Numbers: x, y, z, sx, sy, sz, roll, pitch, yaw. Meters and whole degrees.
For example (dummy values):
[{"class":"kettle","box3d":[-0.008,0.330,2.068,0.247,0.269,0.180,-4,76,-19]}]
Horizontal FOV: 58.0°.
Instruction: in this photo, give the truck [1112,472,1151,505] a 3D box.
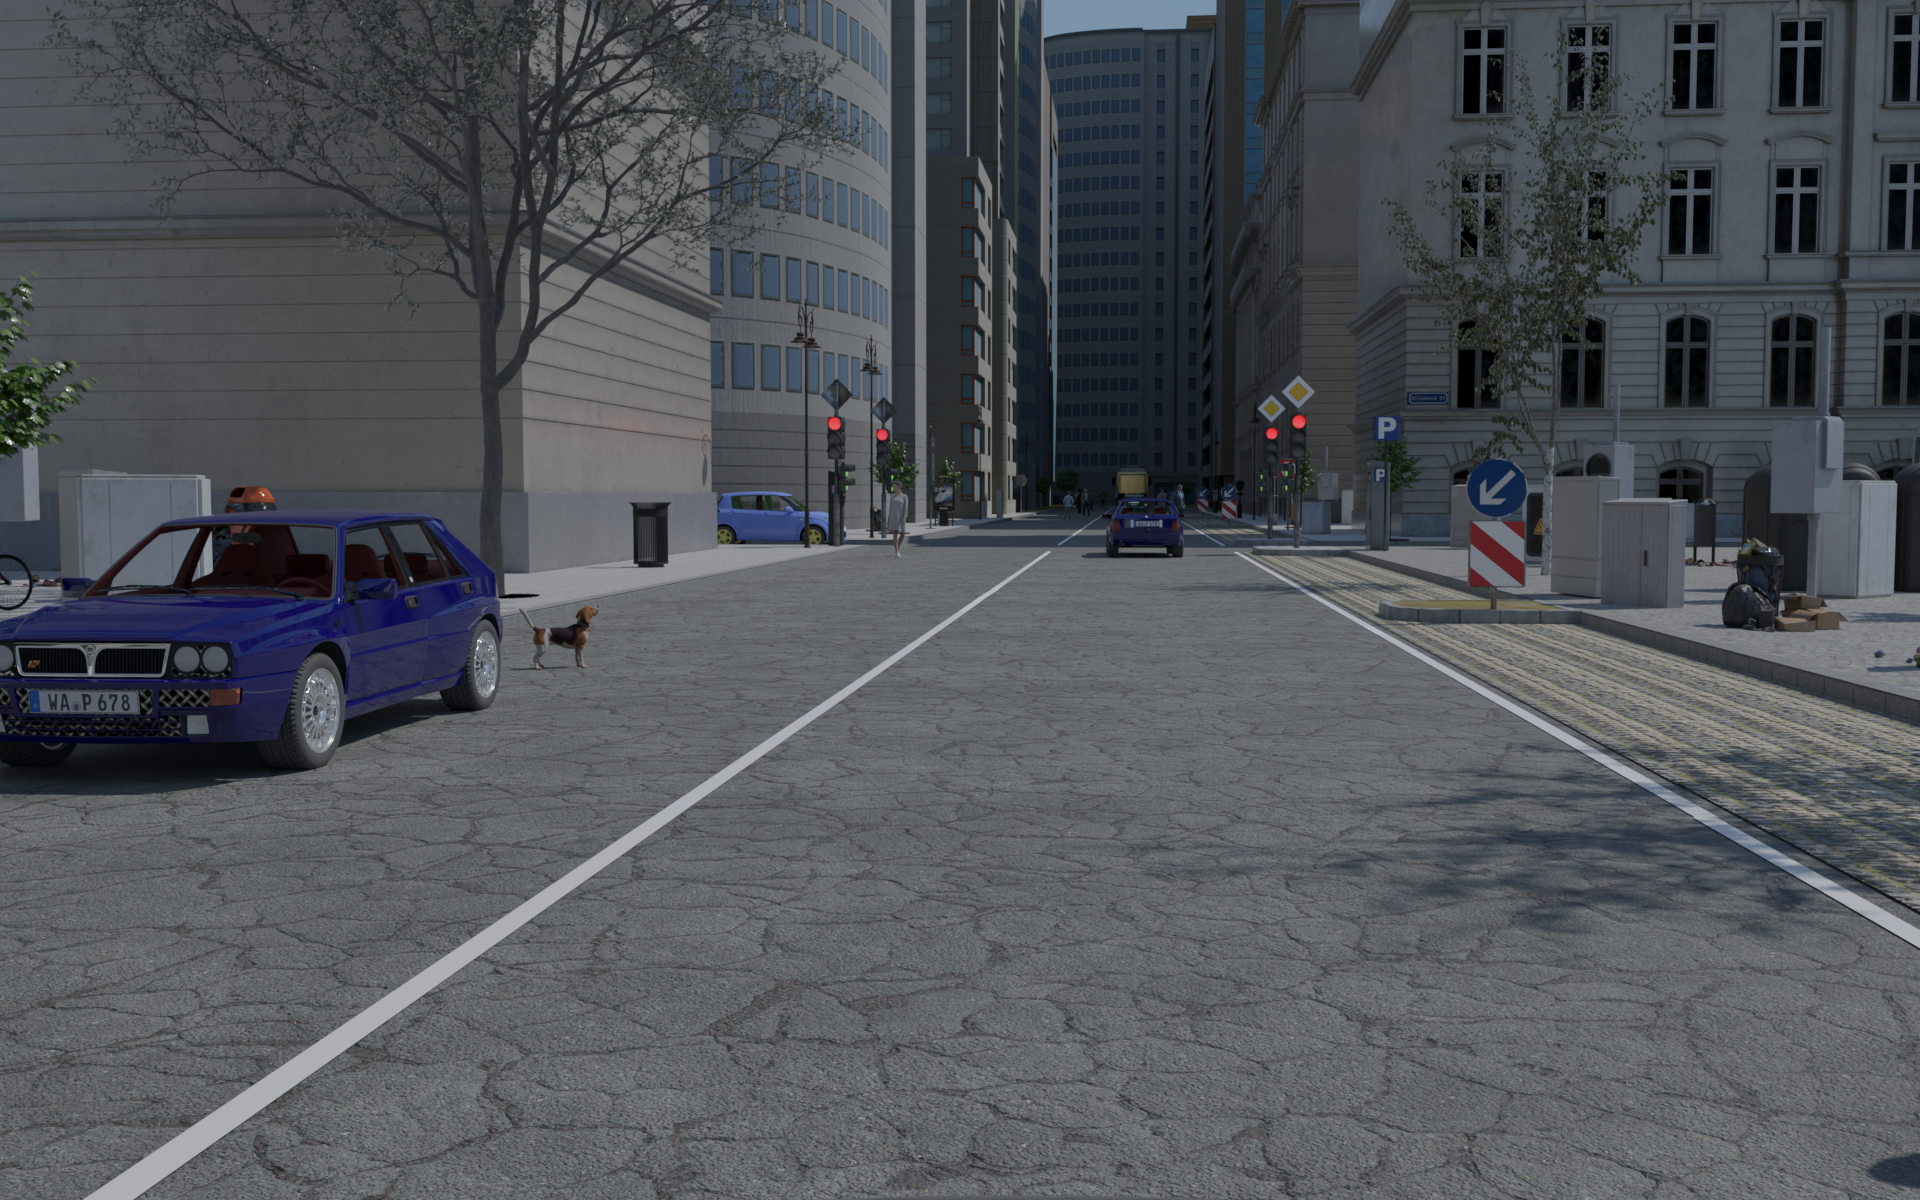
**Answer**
[{"class":"truck","box3d":[14.885,-9.420,149.938,3.469,3.379,9.791,0,4,5]}]

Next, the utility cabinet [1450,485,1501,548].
[{"class":"utility cabinet","box3d":[12.048,-1.946,40.501,0.318,1.500,1.173,-3,4,-37]}]

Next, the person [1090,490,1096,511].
[{"class":"person","box3d":[11.503,-8.538,148.625,0.750,1.759,0.617,2,4,29]}]

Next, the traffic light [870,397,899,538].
[{"class":"traffic light","box3d":[-2.189,-3.739,50.055,0.839,4.253,0.868,0,4,6]}]

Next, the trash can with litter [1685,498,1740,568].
[{"class":"trash can with litter","box3d":[13.405,-1.207,30.793,1.678,1.210,2.233,-1,4,-14]}]

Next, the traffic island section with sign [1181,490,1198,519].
[{"class":"traffic island section with sign","box3d":[13.940,-5.612,100.389,1.989,1.847,2.006,0,4,6]}]

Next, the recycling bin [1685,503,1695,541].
[{"class":"recycling bin","box3d":[20.020,-2.179,48.176,0.722,1.027,0.722,1,4,17]}]

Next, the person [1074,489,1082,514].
[{"class":"person","box3d":[8.758,-7.288,127.619,0.705,1.831,1.348,2,4,25]}]

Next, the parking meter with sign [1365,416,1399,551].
[{"class":"parking meter with sign","box3d":[9.554,-2.643,39.470,0.543,3.016,1.738,0,4,4]}]

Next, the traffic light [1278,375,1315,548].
[{"class":"traffic light","box3d":[7.976,-3.187,41.034,0.839,4.253,0.868,0,4,6]}]

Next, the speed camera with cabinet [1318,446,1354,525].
[{"class":"speed camera with cabinet","box3d":[15.783,-4.704,71.239,2.038,3.252,0.660,3,4,36]}]

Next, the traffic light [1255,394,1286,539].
[{"class":"traffic light","box3d":[8.770,-3.673,48.980,0.839,4.253,0.868,0,4,6]}]

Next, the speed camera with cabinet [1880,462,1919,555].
[{"class":"speed camera with cabinet","box3d":[21.272,-2.687,38.270,0.660,3.252,2.038,0,4,3]}]

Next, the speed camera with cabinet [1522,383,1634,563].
[{"class":"speed camera with cabinet","box3d":[11.227,-2.275,31.529,0.660,3.252,2.038,-2,4,-31]}]

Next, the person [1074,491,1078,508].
[{"class":"person","box3d":[12.055,-10.346,178.595,0.756,1.711,0.436,-1,4,-17]}]

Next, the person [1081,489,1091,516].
[{"class":"person","box3d":[8.170,-6.305,111.978,0.661,1.777,0.834,-1,4,-21]}]

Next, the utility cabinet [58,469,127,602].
[{"class":"utility cabinet","box3d":[-8.049,-0.455,16.125,0.318,1.500,1.173,-3,5,-41]}]

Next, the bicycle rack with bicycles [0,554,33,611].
[{"class":"bicycle rack with bicycles","box3d":[-11.842,-0.298,18.261,2.925,0.926,2.852,1,4,13]}]

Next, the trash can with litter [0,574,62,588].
[{"class":"trash can with litter","box3d":[-12.513,-0.817,24.422,2.233,1.210,1.678,1,4,20]}]

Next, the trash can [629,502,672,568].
[{"class":"trash can","box3d":[-5.424,-1.145,30.369,0.748,1.137,0.748,0,3,0]}]

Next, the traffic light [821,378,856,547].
[{"class":"traffic light","box3d":[-2.983,-3.253,42.109,0.839,4.253,0.868,0,4,6]}]

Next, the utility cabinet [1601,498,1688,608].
[{"class":"utility cabinet","box3d":[7.837,-0.534,19.899,0.306,1.237,1.020,-1,4,-23]}]

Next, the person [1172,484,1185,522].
[{"class":"person","box3d":[8.295,-3.496,65.840,0.419,1.800,0.721,3,5,45]}]

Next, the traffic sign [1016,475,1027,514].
[{"class":"traffic sign","box3d":[4.007,-6.920,113.249,0.768,2.556,0.104,1,4,9]}]

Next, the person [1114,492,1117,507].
[{"class":"person","box3d":[17.503,-11.210,192.728,0.436,1.711,0.756,-1,4,-21]}]

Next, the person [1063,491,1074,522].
[{"class":"person","box3d":[5.561,-4.792,88.661,0.589,1.601,0.330,1,4,21]}]

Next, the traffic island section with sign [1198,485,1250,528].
[{"class":"traffic island section with sign","box3d":[11.271,-3.972,73.566,1.989,1.847,2.006,0,4,6]}]

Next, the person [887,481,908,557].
[{"class":"person","box3d":[-1.437,-1.849,39.484,0.466,1.731,0.760,-1,4,-14]}]

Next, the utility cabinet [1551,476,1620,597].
[{"class":"utility cabinet","box3d":[7.843,-0.798,21.722,0.318,1.500,1.173,0,4,-7]}]

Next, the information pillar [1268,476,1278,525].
[{"class":"information pillar","box3d":[13.038,-4.139,72.161,0.304,2.012,0.304,2,4,35]}]

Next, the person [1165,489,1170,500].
[{"class":"person","box3d":[17.622,-8.523,147.849,0.705,1.824,1.348,-1,4,-13]}]

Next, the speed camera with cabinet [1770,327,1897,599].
[{"class":"speed camera with cabinet","box3d":[10.733,-1.645,21.236,2.038,3.252,0.660,-3,4,-37]}]

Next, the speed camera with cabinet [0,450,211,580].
[{"class":"speed camera with cabinet","box3d":[-7.553,-1.253,14.815,2.038,3.252,0.660,-1,4,-16]}]

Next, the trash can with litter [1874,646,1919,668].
[{"class":"trash can with litter","box3d":[7.887,-0.125,13.108,1.678,1.210,2.233,3,5,42]}]

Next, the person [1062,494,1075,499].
[{"class":"person","box3d":[9.423,-8.621,149.978,1.217,1.766,0.721,0,4,8]}]

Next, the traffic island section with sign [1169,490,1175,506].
[{"class":"traffic island section with sign","box3d":[18.932,-8.668,150.342,1.989,1.847,2.006,0,4,6]}]

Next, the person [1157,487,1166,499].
[{"class":"person","box3d":[11.238,-5.371,96.501,0.511,1.800,0.466,1,4,12]}]

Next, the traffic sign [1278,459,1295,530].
[{"class":"traffic sign","box3d":[11.824,-3.810,62.392,0.768,2.556,0.104,1,4,10]}]

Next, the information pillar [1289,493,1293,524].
[{"class":"information pillar","box3d":[14.275,-5.036,73.685,0.504,3.616,0.183,-3,4,-38]}]

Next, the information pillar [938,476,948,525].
[{"class":"information pillar","box3d":[-0.699,-4.054,70.772,0.304,2.012,0.304,-2,4,-26]}]

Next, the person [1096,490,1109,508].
[{"class":"person","box3d":[14.926,-10.552,181.116,1.348,1.812,0.705,1,4,18]}]

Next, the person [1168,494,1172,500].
[{"class":"person","box3d":[20.026,-9.228,162.574,0.799,1.438,0.628,-3,5,-41]}]

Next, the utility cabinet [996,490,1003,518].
[{"class":"utility cabinet","box3d":[2.125,-5.153,92.925,0.318,1.500,1.173,0,4,5]}]

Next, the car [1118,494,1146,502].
[{"class":"car","box3d":[10.826,-5.844,107.348,2.131,1.459,4.920,0,4,7]}]

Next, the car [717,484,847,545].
[{"class":"car","box3d":[-4.860,-2.235,46.133,3.694,1.707,1.945,0,4,5]}]

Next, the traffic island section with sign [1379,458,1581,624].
[{"class":"traffic island section with sign","box3d":[5.908,-0.693,19.951,1.989,1.847,2.006,0,4,6]}]

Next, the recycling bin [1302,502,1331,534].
[{"class":"recycling bin","box3d":[11.465,-2.640,55.714,0.722,1.027,0.722,3,4,36]}]

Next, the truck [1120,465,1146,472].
[{"class":"truck","box3d":[17.398,-11.326,174.098,2.839,4.237,11.283,0,4,6]}]
